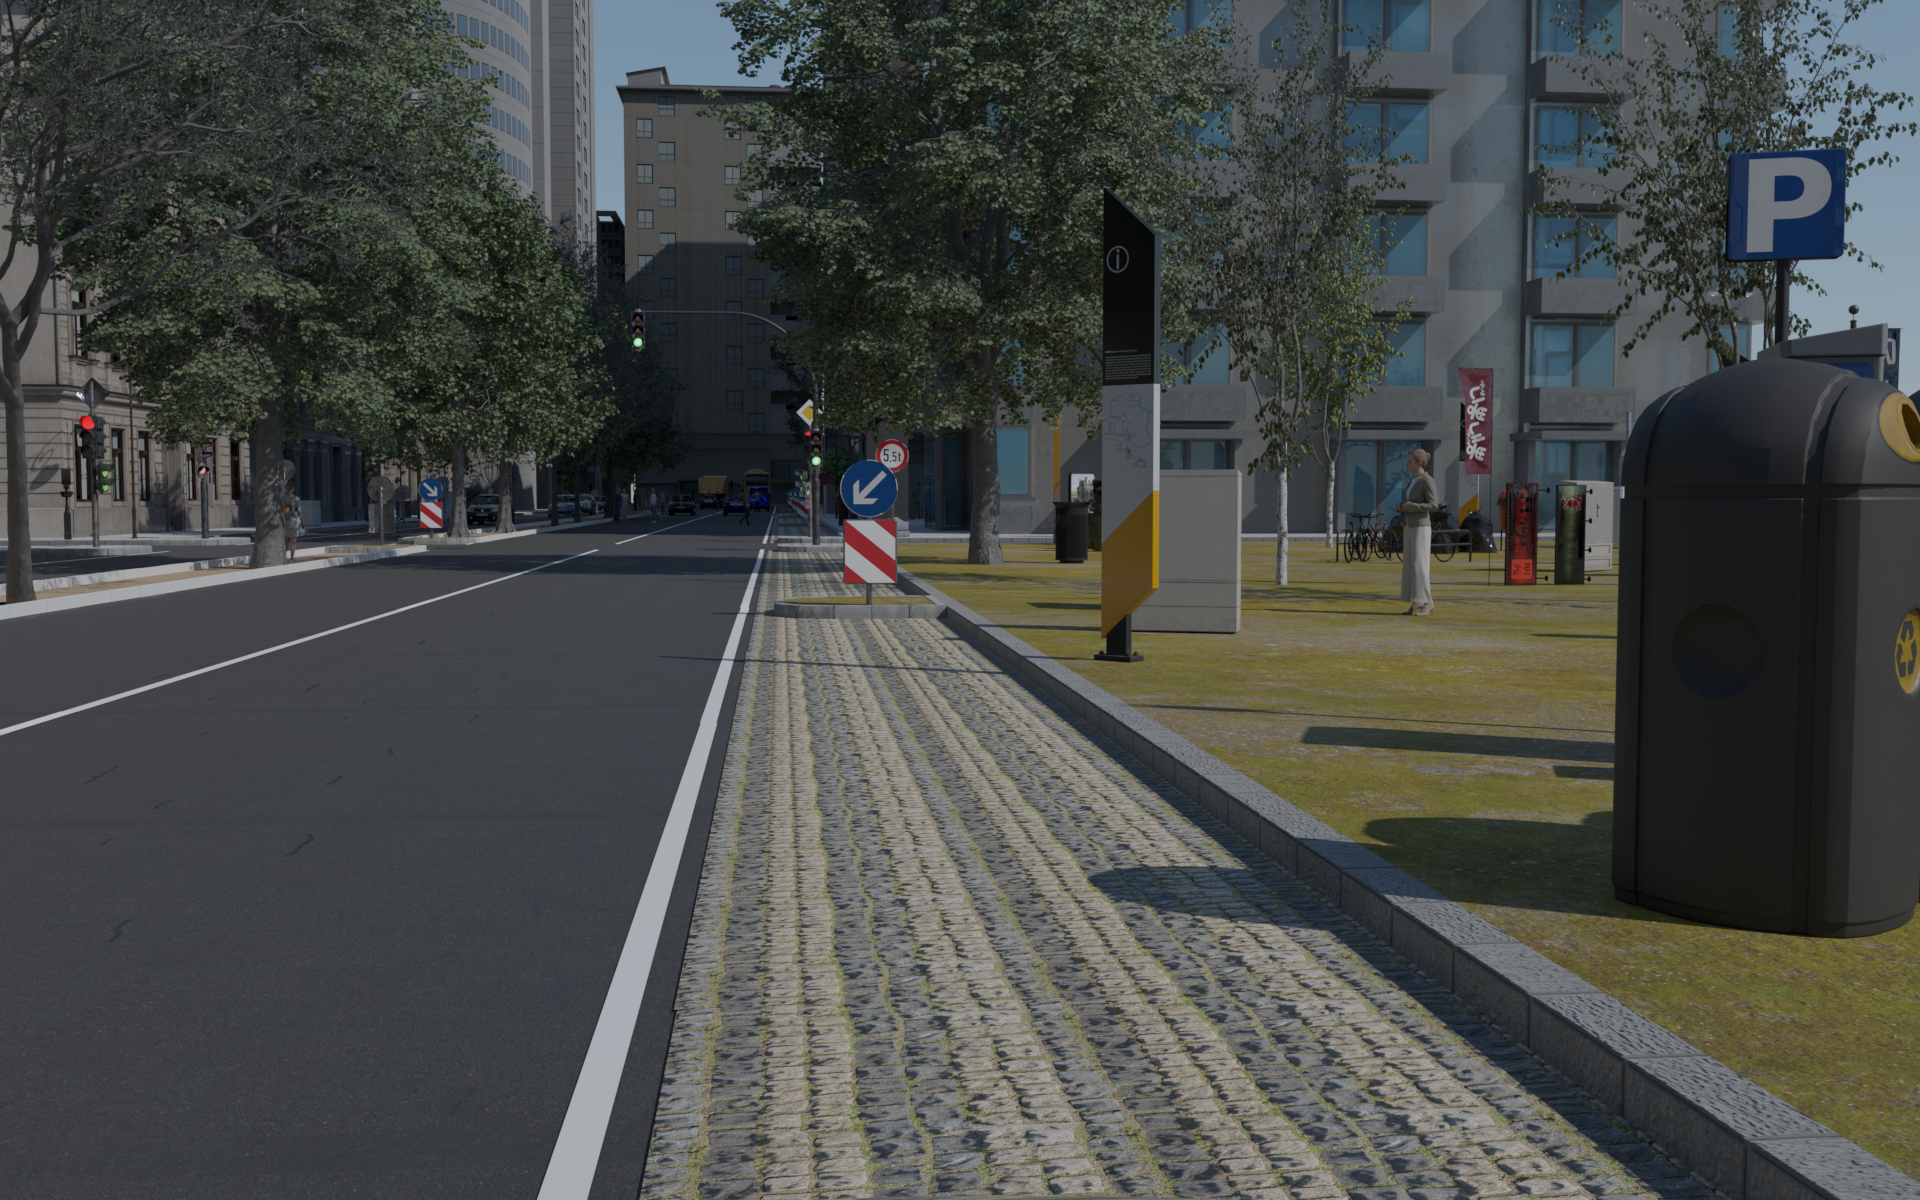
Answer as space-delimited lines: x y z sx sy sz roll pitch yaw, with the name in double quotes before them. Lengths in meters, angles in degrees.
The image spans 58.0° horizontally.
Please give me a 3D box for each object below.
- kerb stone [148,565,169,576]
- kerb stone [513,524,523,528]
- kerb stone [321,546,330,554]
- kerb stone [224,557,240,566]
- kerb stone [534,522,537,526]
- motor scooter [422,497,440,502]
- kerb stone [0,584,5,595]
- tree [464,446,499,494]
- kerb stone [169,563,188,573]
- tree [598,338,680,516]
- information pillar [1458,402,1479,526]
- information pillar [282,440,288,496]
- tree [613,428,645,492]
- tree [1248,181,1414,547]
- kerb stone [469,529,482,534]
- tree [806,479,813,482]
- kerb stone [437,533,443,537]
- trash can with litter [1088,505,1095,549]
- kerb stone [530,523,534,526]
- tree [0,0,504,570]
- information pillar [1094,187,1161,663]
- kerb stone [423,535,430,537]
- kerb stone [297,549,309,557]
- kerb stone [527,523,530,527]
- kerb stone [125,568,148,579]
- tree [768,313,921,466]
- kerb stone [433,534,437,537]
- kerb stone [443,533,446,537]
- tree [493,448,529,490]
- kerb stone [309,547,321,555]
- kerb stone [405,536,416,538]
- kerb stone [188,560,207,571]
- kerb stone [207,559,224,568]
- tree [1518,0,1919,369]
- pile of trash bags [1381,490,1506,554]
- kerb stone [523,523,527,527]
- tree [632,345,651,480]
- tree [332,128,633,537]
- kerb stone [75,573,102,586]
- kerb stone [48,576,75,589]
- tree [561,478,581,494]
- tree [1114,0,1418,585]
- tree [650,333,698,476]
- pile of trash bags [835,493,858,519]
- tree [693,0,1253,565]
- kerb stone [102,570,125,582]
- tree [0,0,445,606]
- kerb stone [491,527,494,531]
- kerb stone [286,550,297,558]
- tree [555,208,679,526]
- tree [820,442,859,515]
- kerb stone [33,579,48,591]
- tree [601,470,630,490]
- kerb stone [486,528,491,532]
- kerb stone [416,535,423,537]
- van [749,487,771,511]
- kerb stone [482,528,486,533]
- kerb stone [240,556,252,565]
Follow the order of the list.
"kerb stone" -14.175 -0.498 30.406 0.120 0.150 1.000 0 4 -6
"kerb stone" -18.585 -3.088 72.731 0.120 0.150 1.000 0 4 -6
"kerb stone" -15.337 -1.188 41.614 0.120 0.150 1.000 0 4 -6
"kerb stone" -14.597 -0.749 34.482 0.120 0.150 1.000 0 4 -6
"kerb stone" -19.004 -3.334 76.814 0.120 0.150 1.000 0 4 -6
"motor scooter" -24.988 -4.227 81.893 0.815 1.314 1.986 0 4 -8
"kerb stone" -13.538 -0.129 24.297 0.120 0.150 1.000 0 4 -6
"tree" -30.058 -9.790 110.428 4.360 8.622 3.978 0 3 0
"kerb stone" -14.283 -0.564 31.422 0.120 0.150 1.000 0 4 -6
"tree" -21.836 -11.630 110.727 7.486 12.596 7.792 0 3 0
"information pillar" 12.853 -3.206 43.780 0.504 3.616 0.183 2 4 23
"information pillar" -25.669 -4.535 65.508 0.504 3.616 0.183 0 4 -4
"tree" -20.632 -9.257 104.172 4.737 8.622 4.395 0 3 0
"tree" 8.903 -5.583 41.643 4.737 8.622 4.395 0 3 0
"kerb stone" -17.518 -2.465 62.541 0.120 0.150 1.000 0 4 -6
"tree" -14.551 -10.691 169.393 1.663 3.219 1.824 0 3 0
"kerb stone" -16.787 -2.032 55.417 0.120 0.150 1.000 0 4 -6
"trash can with litter" 3.138 -1.785 40.575 0.624 1.170 1.055 0 4 3
"kerb stone" -18.903 -3.278 75.796 0.120 0.150 1.000 0 4 -6
"tree" -13.130 -7.548 32.524 9.857 13.997 8.962 0 3 0
"information pillar" 1.286 -1.335 13.178 0.504 3.616 0.183 3 5 39
"kerb stone" -16.566 -1.907 53.375 0.120 0.150 1.000 0 4 -6
"kerb stone" -15.130 -1.063 39.581 0.120 0.150 1.000 0 4 -6
"kerb stone" -18.792 -3.216 74.773 0.120 0.150 1.000 0 4 -6
"kerb stone" -14.064 -0.440 29.389 0.120 0.150 1.000 0 4 -6
"tree" -5.314 -9.074 82.777 7.601 10.594 8.767 1 4 13
"kerb stone" -16.679 -1.969 54.396 0.120 0.150 1.000 0 4 -6
"kerb stone" -16.881 -2.090 56.435 0.120 0.150 1.000 0 4 -6
"tree" -30.356 -10.079 115.147 4.737 8.622 4.395 0 3 0
"kerb stone" -15.235 -1.125 40.597 0.120 0.150 1.000 0 4 -6
"kerb stone" -16.351 -1.782 51.327 0.120 0.150 1.000 0 4 -6
"kerb stone" -14.386 -0.626 32.449 0.120 0.150 1.000 0 4 -6
"kerb stone" -14.502 -0.689 33.464 0.120 0.150 1.000 0 4 -6
"tree" 8.797 -4.239 19.677 4.360 8.622 3.978 0 3 0
"pile of trash bags" 11.119 -1.747 38.320 3.447 1.369 1.912 -2 4 -28
"kerb stone" -18.684 -3.152 73.749 0.120 0.150 1.000 0 4 -6
"tree" -16.676 -8.786 63.109 9.611 12.733 9.660 0 3 0
"tree" -15.570 -8.197 53.478 9.611 12.733 9.660 0 3 0
"kerb stone" -13.853 -0.313 27.346 0.120 0.150 1.000 0 4 -6
"kerb stone" -13.758 -0.246 26.329 0.120 0.150 1.000 0 4 -6
"tree" -35.035 -9.908 156.595 1.663 3.219 1.824 0 3 0
"tree" 4.311 -4.518 24.235 4.360 8.622 3.978 0 3 0
"tree" -19.616 -10.849 96.853 9.611 12.733 9.660 0 3 0
"pile of trash bags" -4.435 -4.307 80.167 1.912 1.369 3.447 3 5 41
"tree" 0.359 -7.624 31.300 9.857 13.997 8.962 0 3 0
"kerb stone" -13.969 -0.377 28.362 0.120 0.150 1.000 0 4 -6
"tree" -11.955 -6.652 21.588 12.009 13.543 11.850 0 3 0
"kerb stone" -17.840 -2.651 65.593 0.120 0.150 1.000 0 4 -6
"kerb stone" -15.025 -0.998 38.564 0.120 0.150 1.000 0 4 -6
"tree" -17.384 -9.855 73.960 12.009 13.543 11.850 0 3 0
"tree" -7.186 -7.626 108.394 4.285 4.588 4.351 0 3 0
"kerb stone" -13.636 -0.191 25.314 0.120 0.150 1.000 0 4 -6
"tree" -39.023 -12.999 196.247 4.285 4.588 4.351 0 3 0
"kerb stone" -17.731 -2.592 64.577 0.120 0.150 1.000 0 4 -6
"kerb stone" -16.465 -1.841 52.349 0.120 0.150 1.000 0 4 -6
"van" -17.176 -8.754 147.514 2.240 2.365 5.245 0 4 -7
"kerb stone" -17.619 -2.530 63.560 0.120 0.150 1.000 0 4 -6
"kerb stone" -14.704 -0.814 35.498 0.120 0.150 1.000 0 4 -6
